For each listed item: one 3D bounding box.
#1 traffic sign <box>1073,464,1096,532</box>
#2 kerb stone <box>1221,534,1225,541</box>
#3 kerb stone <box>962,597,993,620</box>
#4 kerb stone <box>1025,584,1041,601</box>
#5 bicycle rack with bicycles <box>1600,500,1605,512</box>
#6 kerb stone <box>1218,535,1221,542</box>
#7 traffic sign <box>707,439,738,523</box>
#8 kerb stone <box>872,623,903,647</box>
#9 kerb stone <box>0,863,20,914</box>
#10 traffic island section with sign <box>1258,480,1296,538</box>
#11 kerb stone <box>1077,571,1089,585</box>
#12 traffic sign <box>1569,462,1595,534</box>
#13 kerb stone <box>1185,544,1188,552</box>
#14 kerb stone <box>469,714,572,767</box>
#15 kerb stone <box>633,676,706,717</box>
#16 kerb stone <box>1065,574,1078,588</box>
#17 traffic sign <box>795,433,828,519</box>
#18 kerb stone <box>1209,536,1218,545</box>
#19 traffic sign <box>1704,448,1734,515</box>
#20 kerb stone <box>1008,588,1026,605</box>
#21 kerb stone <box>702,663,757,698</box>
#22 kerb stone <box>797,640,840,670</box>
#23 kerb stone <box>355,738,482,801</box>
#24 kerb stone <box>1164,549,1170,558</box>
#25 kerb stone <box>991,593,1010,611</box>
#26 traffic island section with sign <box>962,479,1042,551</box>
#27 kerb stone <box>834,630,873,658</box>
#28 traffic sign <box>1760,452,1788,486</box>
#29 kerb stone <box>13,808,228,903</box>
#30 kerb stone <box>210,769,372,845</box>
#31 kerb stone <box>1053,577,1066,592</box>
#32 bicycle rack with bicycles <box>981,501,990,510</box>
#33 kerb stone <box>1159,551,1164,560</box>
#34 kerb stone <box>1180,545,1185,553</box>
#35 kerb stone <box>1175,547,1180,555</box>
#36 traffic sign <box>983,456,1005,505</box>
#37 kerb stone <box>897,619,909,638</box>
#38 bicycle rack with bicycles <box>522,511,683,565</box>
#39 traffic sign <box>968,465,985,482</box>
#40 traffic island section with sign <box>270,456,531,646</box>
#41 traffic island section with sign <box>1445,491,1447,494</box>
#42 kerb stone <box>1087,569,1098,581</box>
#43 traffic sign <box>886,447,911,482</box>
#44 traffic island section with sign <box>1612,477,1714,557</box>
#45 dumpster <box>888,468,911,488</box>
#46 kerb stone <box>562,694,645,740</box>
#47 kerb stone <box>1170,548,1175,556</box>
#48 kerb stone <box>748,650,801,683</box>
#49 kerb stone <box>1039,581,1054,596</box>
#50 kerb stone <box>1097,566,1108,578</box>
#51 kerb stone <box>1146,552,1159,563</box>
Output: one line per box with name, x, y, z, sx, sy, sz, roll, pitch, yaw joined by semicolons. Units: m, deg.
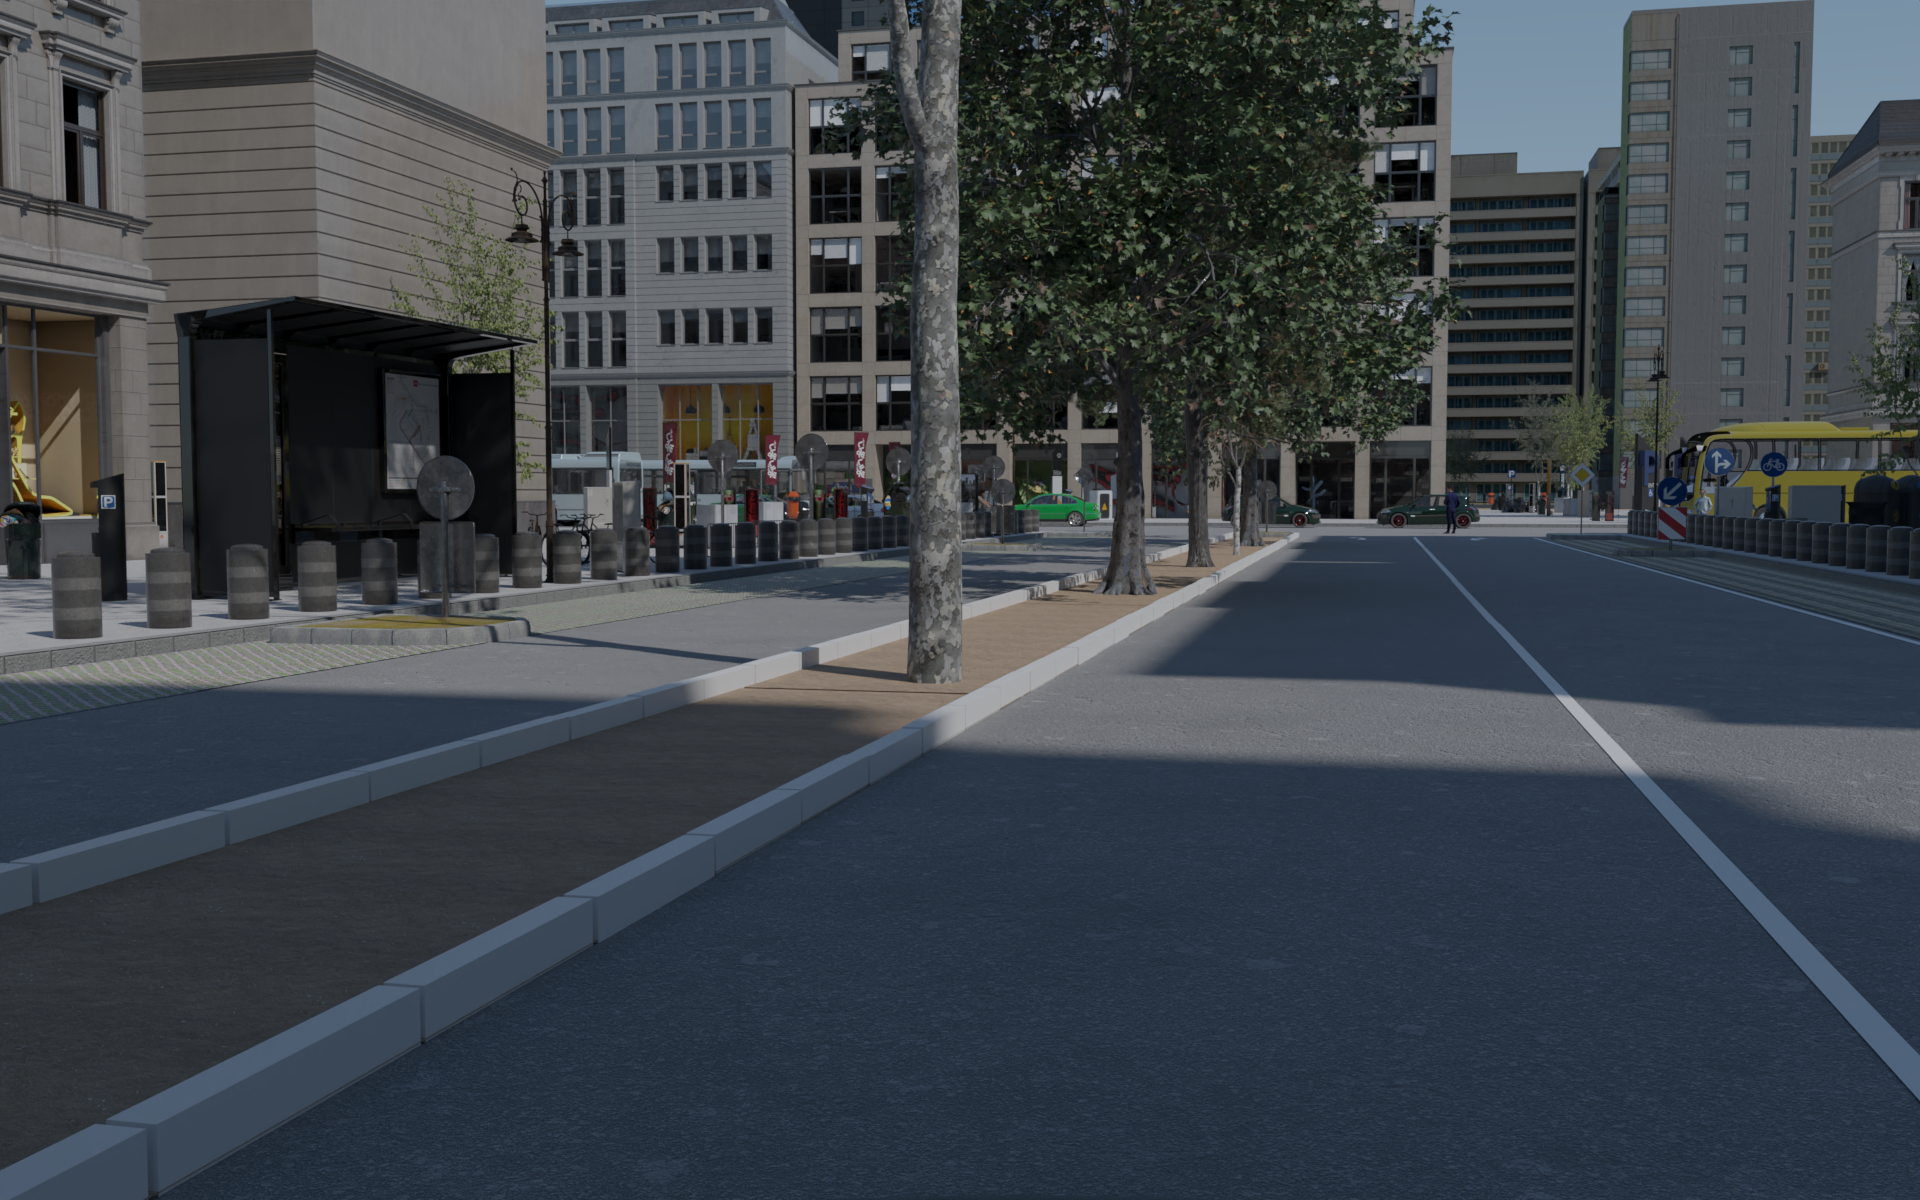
traffic sign;4.222;-3.375;58.817;0.795;2.450;0.064;1;4;13
kerb stone;7.829;-1.849;52.432;0.120;0.150;1.000;1;4;13
kerb stone;0.194;0.105;20.489;0.120;0.150;1.000;1;4;13
kerb stone;0.909;-0.078;23.478;0.120;0.150;1.000;1;4;13
bicycle rack with bicycles;46.649;-6.955;127.103;2.852;0.926;2.925;3;4;36
kerb stone;7.576;-1.788;51.431;0.120;0.150;1.000;1;4;13
traffic sign;-5.541;-2.464;40.398;0.768;2.556;0.104;1;4;15
kerb stone;-0.760;0.351;16.500;0.120;0.150;1.000;1;4;13
kerb stone;-3.388;1.020;5.525;0.120;0.150;1.000;1;4;13
traffic island section with sign;10.181;-3.032;57.702;2.006;1.907;1.989;1;4;13
kerb stone;1.863;-0.323;27.478;0.120;0.150;1.000;1;4;13
traffic sign;19.776;-3.147;55.094;0.795;2.450;0.064;1;4;13
kerb stone;5.437;-1.235;42.434;0.120;0.150;1.000;1;4;13
kerb stone;-2.431;0.776;9.520;0.120;0.150;1.000;1;4;13
kerb stone;-1.950;0.653;11.518;0.120;0.150;1.000;1;4;13
kerb stone;1.626;-0.261;26.481;0.120;0.150;1.000;1;4;13
traffic sign;-3.124;-2.214;36.311;0.768;2.556;0.104;1;4;20
kerb stone;7.347;-1.727;50.433;0.120;0.150;1.000;1;4;13
traffic sign;20.895;-2.913;47.741;0.768;2.556;0.104;1;4;18
kerb stone;0.671;-0.017;22.482;0.120;0.150;1.000;1;4;13
kerb stone;-1.714;0.596;12.516;0.120;0.150;1.000;1;4;13
kerb stone;-1.235;0.471;14.508;0.120;0.150;1.000;1;4;13
kerb stone;-2.669;0.837;8.519;0.120;0.150;1.000;1;4;13
kerb stone;4.483;-0.992;38.449;0.120;0.150;1.000;1;4;13
kerb stone;0.434;0.043;21.485;0.120;0.150;1.000;1;4;13
traffic island section with sign;1.040;-2.177;44.224;1.989;1.847;2.006;1;4;13
kerb stone;-0.997;0.409;15.504;0.120;0.150;1.000;1;4;13
traffic sign;24.607;-3.201;52.436;0.768;2.556;0.104;1;4;17
kerb stone;-3.142;0.959;6.520;0.120;0.150;1.000;1;4;13
kerb stone;-2.903;0.898;7.522;0.120;0.150;1.000;1;4;13
kerb stone;1.382;-0.201;25.483;0.120;0.150;1.000;1;4;13
bicycle rack with bicycles;3.371;-6.848;125.346;2.925;0.926;2.852;-3;5;-41
kerb stone;4.242;-0.933;37.452;0.120;0.150;1.000;1;4;13
kerb stone;5.198;-1.170;41.438;0.120;0.150;1.000;1;4;13
kerb stone;4.958;-1.116;40.442;0.120;0.150;1.000;1;4;13
traffic sign;1.112;-3.494;57.236;0.768;2.556;0.104;1;4;16
kerb stone;-0.519;0.287;17.496;0.120;0.150;1.000;1;4;13
bicycle rack with bicycles;-6.285;-1.085;31.116;2.852;0.926;2.925;3;5;41
traffic sign;0.567;-3.570;60.502;0.606;2.300;0.079;1;4;17
traffic island section with sign;-5.405;-0.526;17.226;1.989;1.847;2.006;1;4;13
traffic island section with sign;46.819;-9.761;168.223;1.989;1.847;2.006;1;4;13
kerb stone;2.094;-0.384;28.476;0.120;0.150;1.000;1;4;13
traffic sign;-1.687;-2.891;47.381;0.768;2.556;0.104;1;4;22
traffic island section with sign;16.199;-1.919;40.004;1.989;1.847;2.006;1;4;13
dumpster;-1.392;-3.249;55.613;1.502;2.255;1.985;1;4;13
kerb stone;-2.189;0.719;10.520;0.120;0.150;1.000;1;4;13
kerb stone;4.727;-1.053;39.444;0.120;0.150;1.000;1;4;13
kerb stone;-1.475;0.531;13.512;0.120;0.150;1.000;1;4;13
kerb stone;1.150;-0.140;24.478;0.120;0.150;1.000;1;4;13
kerb stone;2.337;-0.445;29.471;0.120;0.150;1.000;1;4;13
kerb stone;4.004;-0.868;36.451;0.120;0.150;1.000;1;4;13
